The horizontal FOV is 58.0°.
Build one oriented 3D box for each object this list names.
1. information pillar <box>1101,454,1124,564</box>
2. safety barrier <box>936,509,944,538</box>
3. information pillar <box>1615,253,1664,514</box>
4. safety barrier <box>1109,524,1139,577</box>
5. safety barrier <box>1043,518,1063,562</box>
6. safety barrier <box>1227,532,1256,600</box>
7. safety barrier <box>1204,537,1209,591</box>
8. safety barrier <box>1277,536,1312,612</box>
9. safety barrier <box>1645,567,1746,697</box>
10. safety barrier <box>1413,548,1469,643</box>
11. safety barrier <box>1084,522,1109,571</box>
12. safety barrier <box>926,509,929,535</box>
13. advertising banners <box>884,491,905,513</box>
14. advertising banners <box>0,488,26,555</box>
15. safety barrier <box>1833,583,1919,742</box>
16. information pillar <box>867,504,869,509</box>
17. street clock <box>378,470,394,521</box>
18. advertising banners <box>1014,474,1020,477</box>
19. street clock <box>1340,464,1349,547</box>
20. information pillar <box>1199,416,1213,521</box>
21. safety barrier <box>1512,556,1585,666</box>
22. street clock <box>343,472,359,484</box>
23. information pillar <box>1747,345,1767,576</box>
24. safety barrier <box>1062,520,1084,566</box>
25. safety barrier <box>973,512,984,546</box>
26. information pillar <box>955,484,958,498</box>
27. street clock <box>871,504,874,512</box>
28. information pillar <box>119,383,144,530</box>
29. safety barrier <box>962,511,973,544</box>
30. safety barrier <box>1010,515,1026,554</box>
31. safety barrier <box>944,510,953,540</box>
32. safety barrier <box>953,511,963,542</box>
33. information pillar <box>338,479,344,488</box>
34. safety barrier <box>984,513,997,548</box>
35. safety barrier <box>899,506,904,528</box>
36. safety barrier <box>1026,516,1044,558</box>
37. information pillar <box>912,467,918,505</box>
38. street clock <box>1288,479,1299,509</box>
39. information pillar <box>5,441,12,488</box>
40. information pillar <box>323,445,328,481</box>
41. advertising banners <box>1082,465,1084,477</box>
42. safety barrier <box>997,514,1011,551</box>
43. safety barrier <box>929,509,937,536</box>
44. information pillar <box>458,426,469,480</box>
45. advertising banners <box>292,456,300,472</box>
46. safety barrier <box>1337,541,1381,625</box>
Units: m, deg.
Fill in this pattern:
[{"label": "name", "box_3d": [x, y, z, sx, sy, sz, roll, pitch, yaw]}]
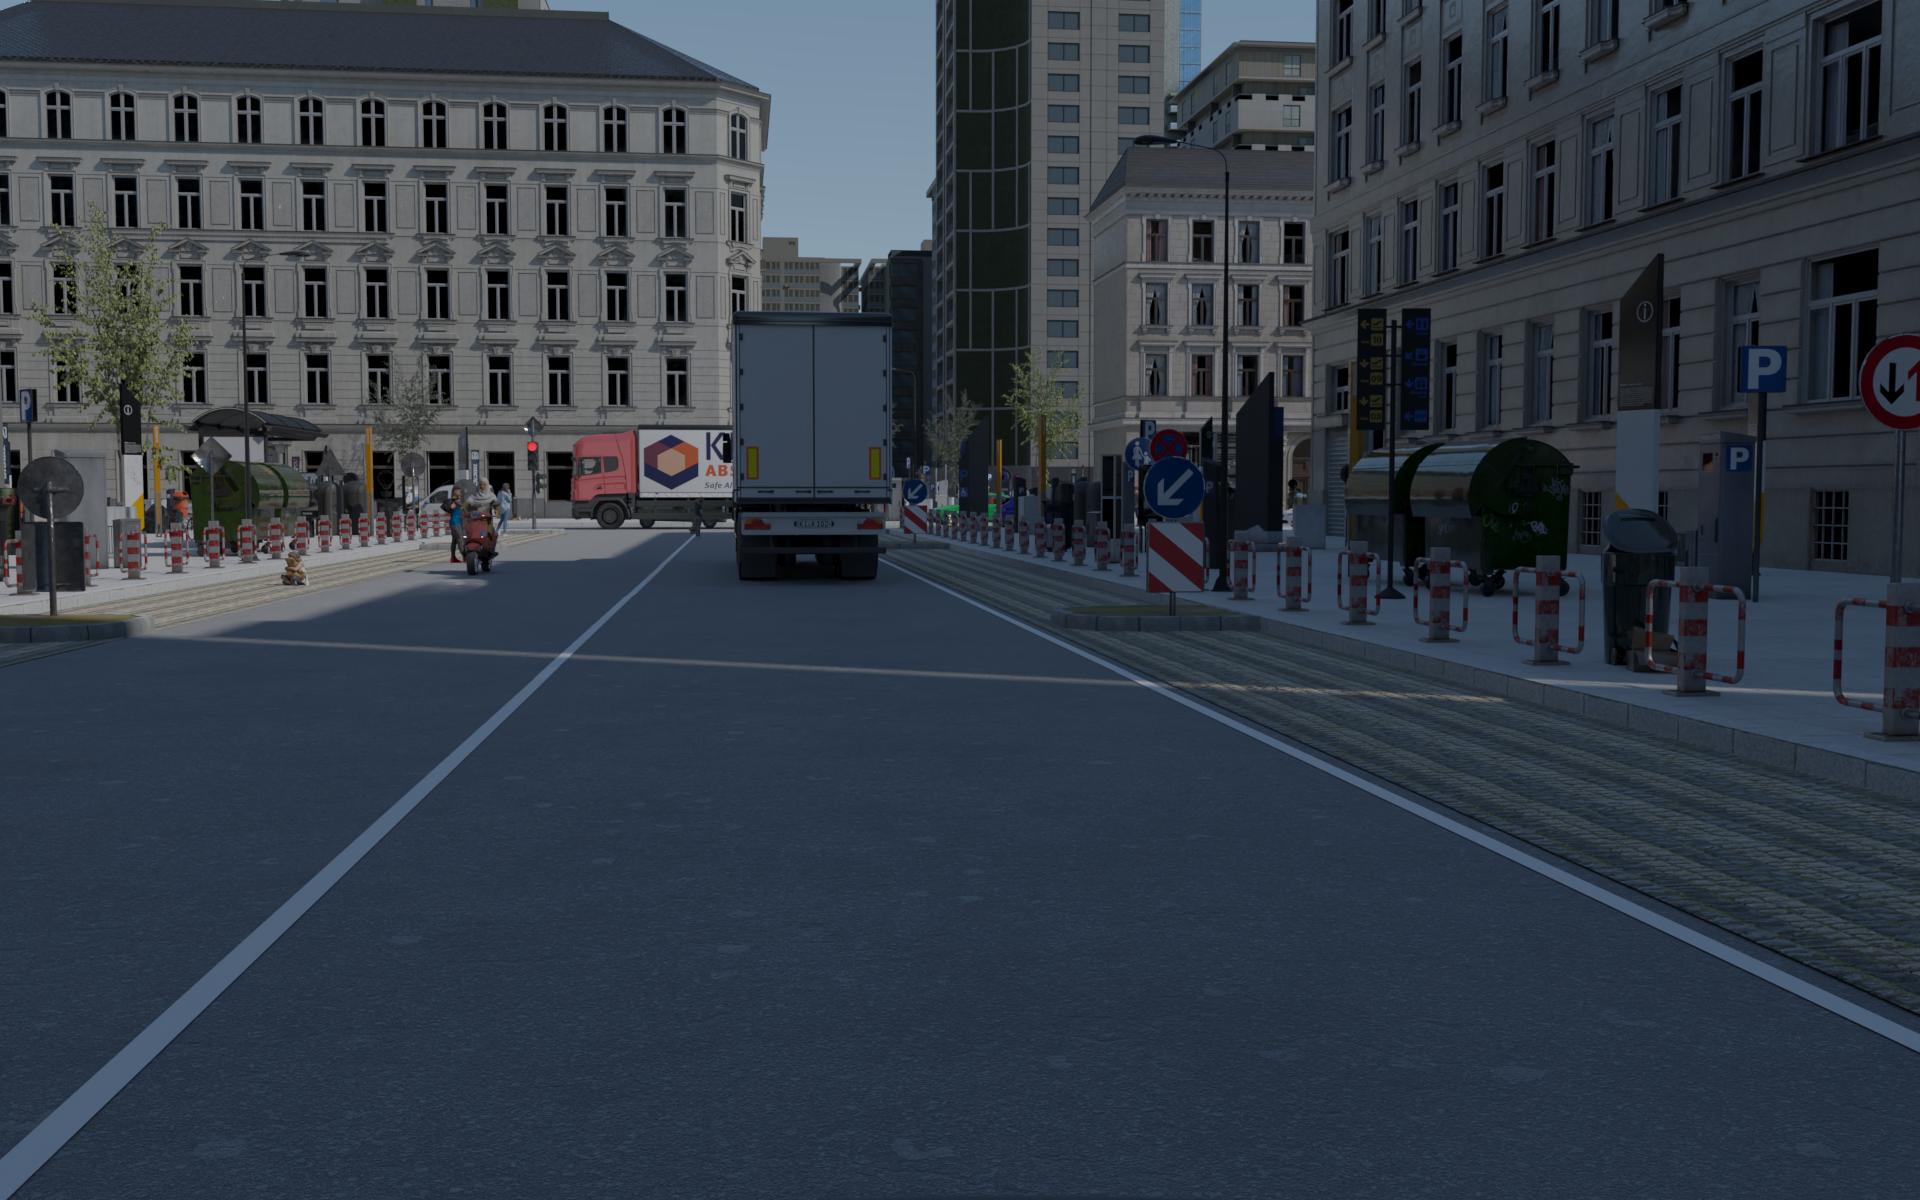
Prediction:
[{"label": "information pillar", "box_3d": [2.793, -1.680, 31.967, 0.304, 2.012, 0.304, 2, 4, 31]}, {"label": "safety barrier", "box_3d": [-0.413, -2.237, 50.845, 0.300, 0.817, 1.120, 0, 4, -7]}, {"label": "information pillar", "box_3d": [6.713, -1.576, 17.118, 0.183, 3.616, 0.504, -2, 4, -25]}, {"label": "safety barrier", "box_3d": [2.632, -0.777, 26.973, 0.300, 0.817, 1.120, 0, 4, -7]}, {"label": "safety barrier", "box_3d": [1.874, -1.141, 32.936, 0.300, 0.817, 1.120, 0, 4, -7]}, {"label": "safety barrier", "box_3d": [3.402, -0.409, 20.968, 0.300, 0.817, 1.120, 0, 4, -7]}, {"label": "safety barrier", "box_3d": [3.143, -0.532, 22.979, 0.300, 0.817, 1.120, 0, 4, -7]}, {"label": "safety barrier", "box_3d": [3.657, -0.288, 18.982, 0.300, 0.817, 1.120, 0, 4, -7]}, {"label": "safety barrier", "box_3d": [4.666, 0.199, 11.028, 0.300, 0.817, 1.120, 0, 4, -7]}, {"label": "safety barrier", "box_3d": [4.159, -0.045, 15.009, 0.300, 0.817, 1.120, 0, 4, -7]}, {"label": "safety barrier", "box_3d": [2.378, -0.898, 28.962, 0.300, 0.817, 1.120, 0, 4, -7]}, {"label": "safety barrier", "box_3d": [-0.919, -2.480, 54.820, 0.300, 0.817, 1.120, 0, 4, -7]}, {"label": "advertising banners", "box_3d": [-3.626, -5.363, 83.875, 2.074, 3.025, 0.090, 1, 4, 9]}, {"label": "advertising banners", "box_3d": [-20.598, -2.447, 36.194, 2.074, 3.025, 0.090, 0, 4, 1]}, {"label": "safety barrier", "box_3d": [4.921, 0.320, 9.038, 0.300, 0.817, 1.120, 0, 4, -7]}, {"label": "information pillar", "box_3d": [-5.565, -6.916, 104.430, 0.183, 3.616, 0.504, 0, 4, 2]}, {"label": "street clock", "box_3d": [-17.634, -2.977, 53.246, 0.471, 2.002, 0.358, -1, 4, -14]}, {"label": "advertising banners", "box_3d": [4.190, -9.498, 151.486, 2.074, 3.025, 0.090, 1, 4, 9]}, {"label": "street clock", "box_3d": [9.398, -2.268, 41.649, 0.471, 2.002, 0.358, -1, 4, -12]}, {"label": "information pillar", "box_3d": [7.396, -3.714, 52.075, 0.504, 3.616, 0.183, -3, 4, -36]}, {"label": "safety barrier", "box_3d": [4.413, 0.077, 13.014, 0.300, 0.817, 1.120, 0, 4, -7]}, {"label": "street clock", "box_3d": [-20.354, -3.263, 57.921, 0.471, 2.002, 0.358, 0, 4, -2]}, {"label": "information pillar", "box_3d": [12.471, -2.189, 27.149, 0.183, 3.616, 0.504, 0, 4, 1]}, {"label": "safety barrier", "box_3d": [2.121, -1.020, 30.949, 0.300, 0.817, 1.120, 0, 4, -7]}, {"label": "safety barrier", "box_3d": [0.602, -1.749, 42.879, 0.300, 0.817, 1.120, 0, 4, -7]}, {"label": "information pillar", "box_3d": [-0.141, -7.826, 132.449, 0.304, 2.012, 0.304, 2, 4, 30]}, {"label": "street clock", "box_3d": [-4.184, -4.806, 83.140, 0.358, 2.002, 0.471, -1, 4, -14]}, {"label": "information pillar", "box_3d": [-17.594, -2.778, 36.781, 0.183, 3.616, 0.504, 1, 4, 22]}, {"label": "safety barrier", "box_3d": [0.350, -1.871, 44.870, 0.300, 0.817, 1.120, 0, 4, -7]}, {"label": "safety barrier", "box_3d": [1.366, -1.385, 36.917, 0.300, 0.817, 1.120, 0, 4, -7]}, {"label": "safety barrier", "box_3d": [-0.157, -2.115, 48.859, 0.300, 0.817, 1.120, 0, 4, -7]}, {"label": "safety barrier", "box_3d": [0.095, -1.994, 46.872, 0.300, 0.817, 1.120, 0, 4, -7]}, {"label": "information pillar", "box_3d": [-30.848, -5.021, 86.578, 0.304, 2.012, 0.304, 1, 4, 16]}, {"label": "safety barrier", "box_3d": [0.861, -1.628, 40.894, 0.300, 0.817, 1.120, 0, 4, -7]}, {"label": "safety barrier", "box_3d": [-2.184, -3.088, 64.761, 0.300, 0.817, 1.120, 0, 4, -7]}, {"label": "safety barrier", "box_3d": [1.621, -1.263, 34.931, 0.300, 0.817, 1.120, 0, 4, -7]}, {"label": "information pillar", "box_3d": [-3.836, -9.625, 148.721, 0.504, 3.616, 0.183, 1, 4, 13]}, {"label": "street clock", "box_3d": [15.909, -4.779, 82.713, 0.471, 2.002, 0.358, 2, 4, 24]}, {"label": "information pillar", "box_3d": [-42.299, -5.228, 76.837, 0.504, 3.616, 0.183, 1, 4, 15]}, {"label": "information pillar", "box_3d": [-30.395, -5.606, 83.013, 0.183, 3.616, 0.504, -2, 4, -35]}, {"label": "advertising banners", "box_3d": [7.242, -6.645, 104.837, 0.090, 3.025, 2.074, -1, 4, -10]}, {"label": "safety barrier", "box_3d": [1.111, -1.507, 38.907, 0.300, 0.817, 1.120, 0, 4, -7]}, {"label": "safety barrier", "box_3d": [-0.662, -2.358, 52.832, 0.300, 0.817, 1.120, 0, 4, -7]}, {"label": "information pillar", "box_3d": [-17.164, -4.194, 59.919, 0.504, 3.616, 0.183, 3, 5, 40]}, {"label": "advertising banners", "box_3d": [-31.469, -5.169, 80.701, 2.074, 3.025, 0.090, 2, 4, 27]}, {"label": "safety barrier", "box_3d": [3.909, -0.166, 16.995, 0.300, 0.817, 1.120, 0, 4, -7]}]
